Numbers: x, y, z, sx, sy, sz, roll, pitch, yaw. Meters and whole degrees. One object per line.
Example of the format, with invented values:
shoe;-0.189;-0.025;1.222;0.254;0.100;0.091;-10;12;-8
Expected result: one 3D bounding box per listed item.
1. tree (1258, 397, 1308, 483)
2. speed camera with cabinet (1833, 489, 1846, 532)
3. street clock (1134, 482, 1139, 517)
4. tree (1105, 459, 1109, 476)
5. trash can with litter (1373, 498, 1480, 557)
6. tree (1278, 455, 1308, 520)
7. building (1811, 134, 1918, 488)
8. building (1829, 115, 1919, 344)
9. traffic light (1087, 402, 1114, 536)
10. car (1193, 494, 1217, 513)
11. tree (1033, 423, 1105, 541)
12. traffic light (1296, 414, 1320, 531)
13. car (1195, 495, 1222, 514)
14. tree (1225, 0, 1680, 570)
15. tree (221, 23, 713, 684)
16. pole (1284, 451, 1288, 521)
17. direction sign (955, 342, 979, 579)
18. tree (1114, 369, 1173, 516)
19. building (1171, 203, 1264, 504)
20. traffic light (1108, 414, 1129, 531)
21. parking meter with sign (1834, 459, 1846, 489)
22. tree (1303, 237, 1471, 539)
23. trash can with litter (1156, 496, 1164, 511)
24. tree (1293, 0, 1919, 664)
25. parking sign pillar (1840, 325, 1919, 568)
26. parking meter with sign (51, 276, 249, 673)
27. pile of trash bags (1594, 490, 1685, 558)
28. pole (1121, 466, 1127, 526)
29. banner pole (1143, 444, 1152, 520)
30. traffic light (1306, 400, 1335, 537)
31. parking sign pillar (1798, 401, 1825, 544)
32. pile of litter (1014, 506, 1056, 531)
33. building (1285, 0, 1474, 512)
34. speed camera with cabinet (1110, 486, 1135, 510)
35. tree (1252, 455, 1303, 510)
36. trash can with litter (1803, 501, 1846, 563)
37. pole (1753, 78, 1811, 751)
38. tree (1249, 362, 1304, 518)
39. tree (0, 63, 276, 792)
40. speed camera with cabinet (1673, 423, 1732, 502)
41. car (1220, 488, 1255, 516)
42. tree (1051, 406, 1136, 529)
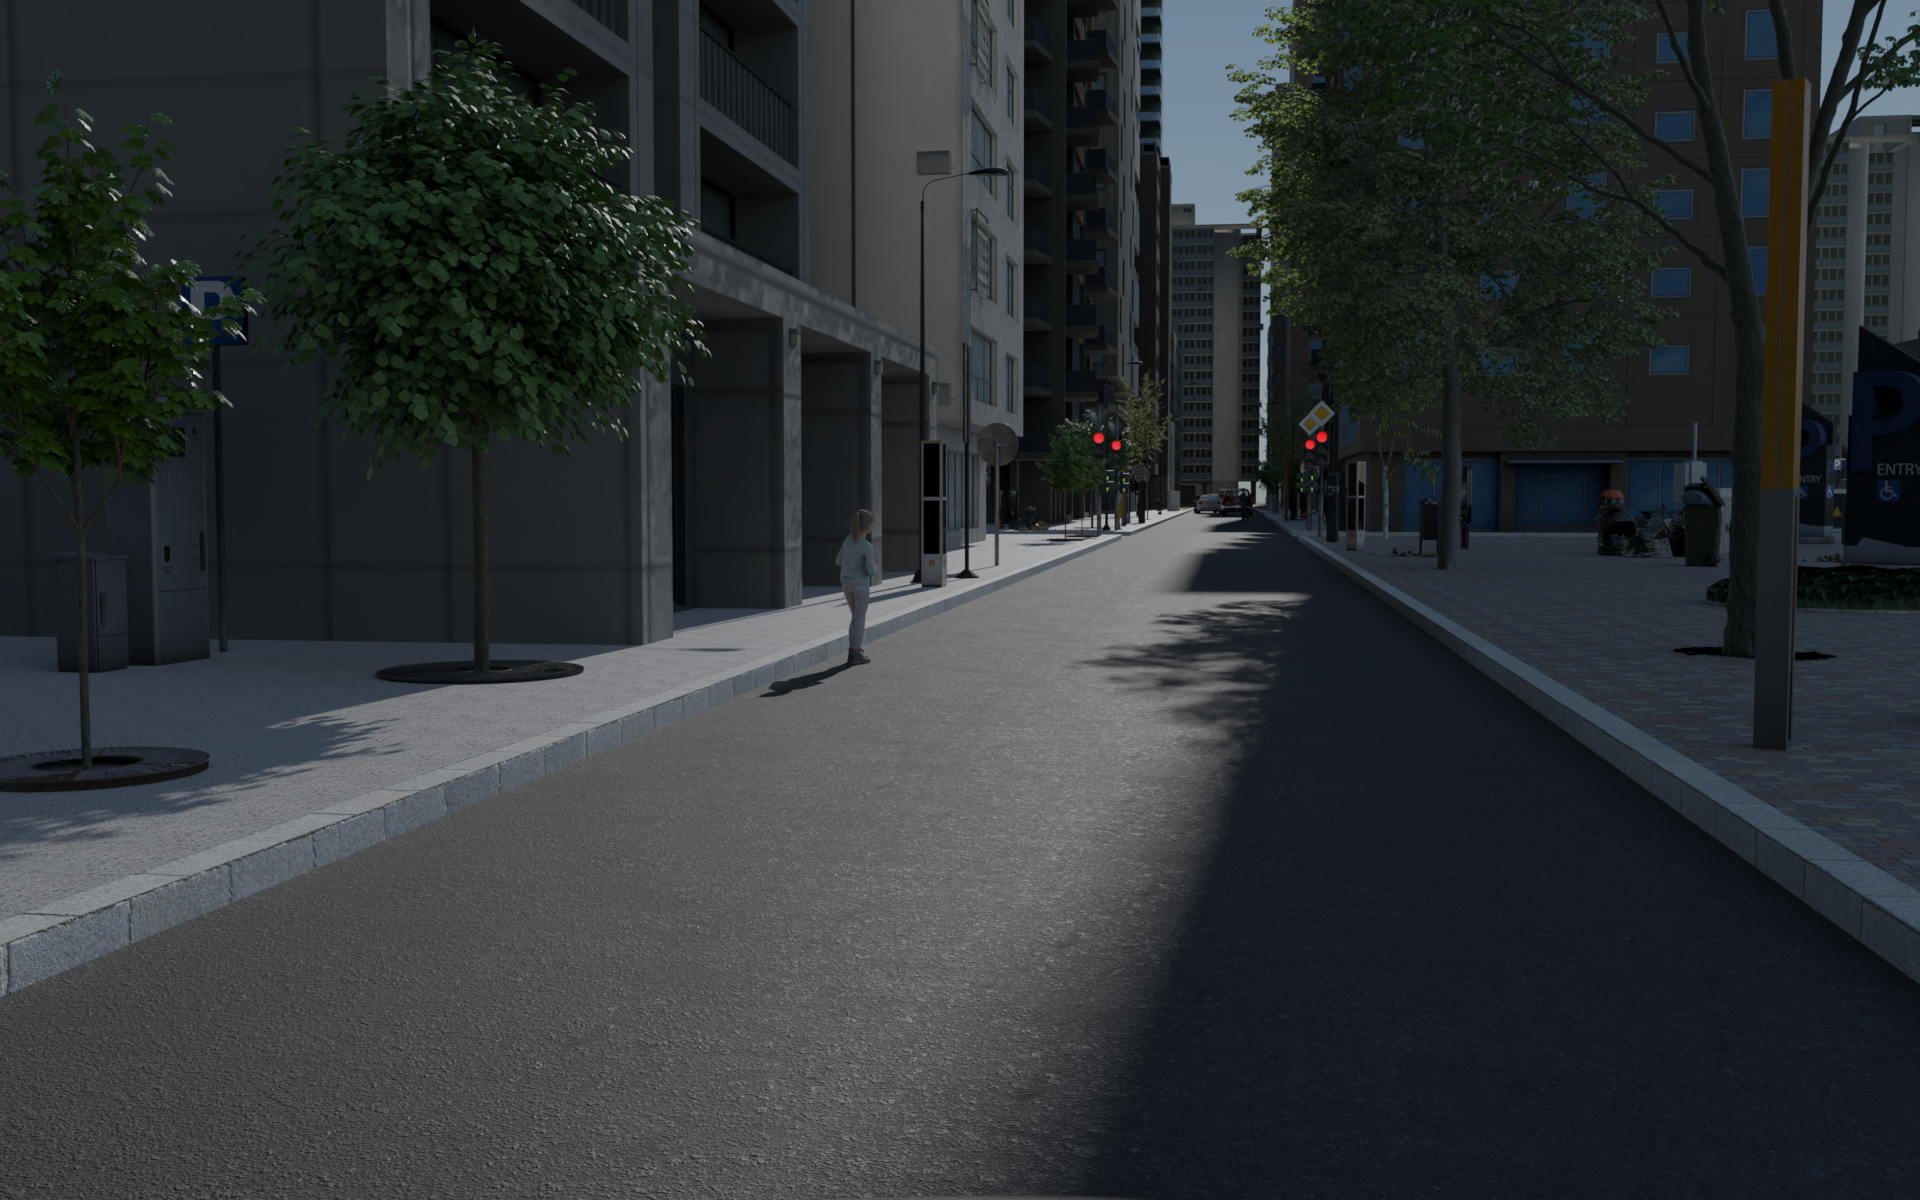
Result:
tree;24.377;-10.945;129.305;4.360;8.622;3.978;0;3;0
speed camera with cabinet;29.867;-3.885;57.863;2.038;3.252;0.660;1;4;14
street clock;10.100;-5.708;97.897;0.471;2.002;0.358;1;4;10
tree;3.694;-3.481;51.513;1.663;3.219;1.824;0;3;0
trash can with litter;9.519;-1.515;35.825;1.678;1.210;2.233;-2;4;-27
tree;16.496;-5.528;84.984;1.663;3.219;1.824;0;3;0
building;82.486;-30.084;183.753;23.993;40.220;32.217;1;4;9
building;102.663;-30.939;189.447;14.086;41.232;14.154;1;4;9
traffic light;4.282;-3.919;52.992;0.839;4.253;0.868;1;4;9
car;18.775;-7.493;132.302;2.009;1.686;4.222;1;4;10
tree;2.926;-3.234;47.471;1.663;3.219;1.824;0;3;0
traffic light;12.060;-4.339;59.869;0.839;4.253;0.868;1;4;9
car;18.148;-6.941;125.845;2.083;1.381;4.827;0;4;8
tree;7.990;-6.808;29.435;7.486;12.596;7.792;0;3;0
tree;-3.505;-1.745;12.246;4.285;4.588;4.351;0;3;0
pole;15.523;-5.416;82.391;0.158;3.312;0.155;0;3;0
direction sign;0.105;-2.103;26.374;0.379;3.537;0.876;0;4;6
tree;10.613;-9.352;103.271;4.360;8.622;3.978;0;3;0
building;28.911;-33.203;234.747;23.993;40.220;32.217;1;4;9
traffic light;5.526;-4.401;60.880;0.839;4.253;0.868;1;4;9
parking meter with sign;43.707;-5.443;85.252;0.543;3.016;1.738;-1;4;-16
tree;12.050;-6.006;48.555;4.737;8.622;4.395;0;3;0
trash can with litter;15.202;-7.401;132.385;0.624;1.170;1.055;-1;4;-11
tree;6.358;-5.366;13.492;9.928;11.665;9.643;0;3;0
parking sign pillar;14.690;-2.369;27.200;1.447;3.967;1.447;-3;4;-38
parking meter with sign;-6.144;-1.034;13.173;0.543;3.016;1.738;1;4;11
pile of trash bags;14.293;-1.634;36.469;1.912;1.369;3.447;0;4;-4
pole;6.552;-4.604;69.118;0.158;3.312;0.155;0;3;0
banner pole;9.248;-5.873;86.047;0.401;3.779;0.863;2;4;27
traffic light;10.815;-3.857;51.981;0.839;4.253;0.868;1;4;9
parking sign pillar;21.981;-3.457;44.988;1.447;3.967;1.447;-2;4;-35
pile of litter;2.644;-2.894;61.275;1.719;0.858;1.176;-1;4;-15
building;35.374;-30.505;148.865;14.600;45.320;14.200;1;4;9
speed camera with cabinet;12.667;-8.664;135.986;2.038;3.252;0.660;1;4;19
tree;25.596;-9.662;141.692;4.285;4.588;4.351;0;3;0
trash can with litter;16.885;-1.332;32.840;1.678;1.210;2.233;1;4;15
pole;4.113;-0.907;8.665;0.158;3.312;0.155;0;3;0
tree;18.209;-8.816;94.496;4.737;8.622;4.395;0;3;0
tree;-4.076;-0.818;7.974;1.663;3.219;1.824;0;3;0
speed camera with cabinet;21.046;-3.313;48.501;2.038;3.252;0.660;-1;4;-12
car;18.403;-6.492;114.821;2.281;1.827;5.304;1;4;10
tree;5.014;-4.959;64.793;4.285;4.588;4.351;0;3;0
